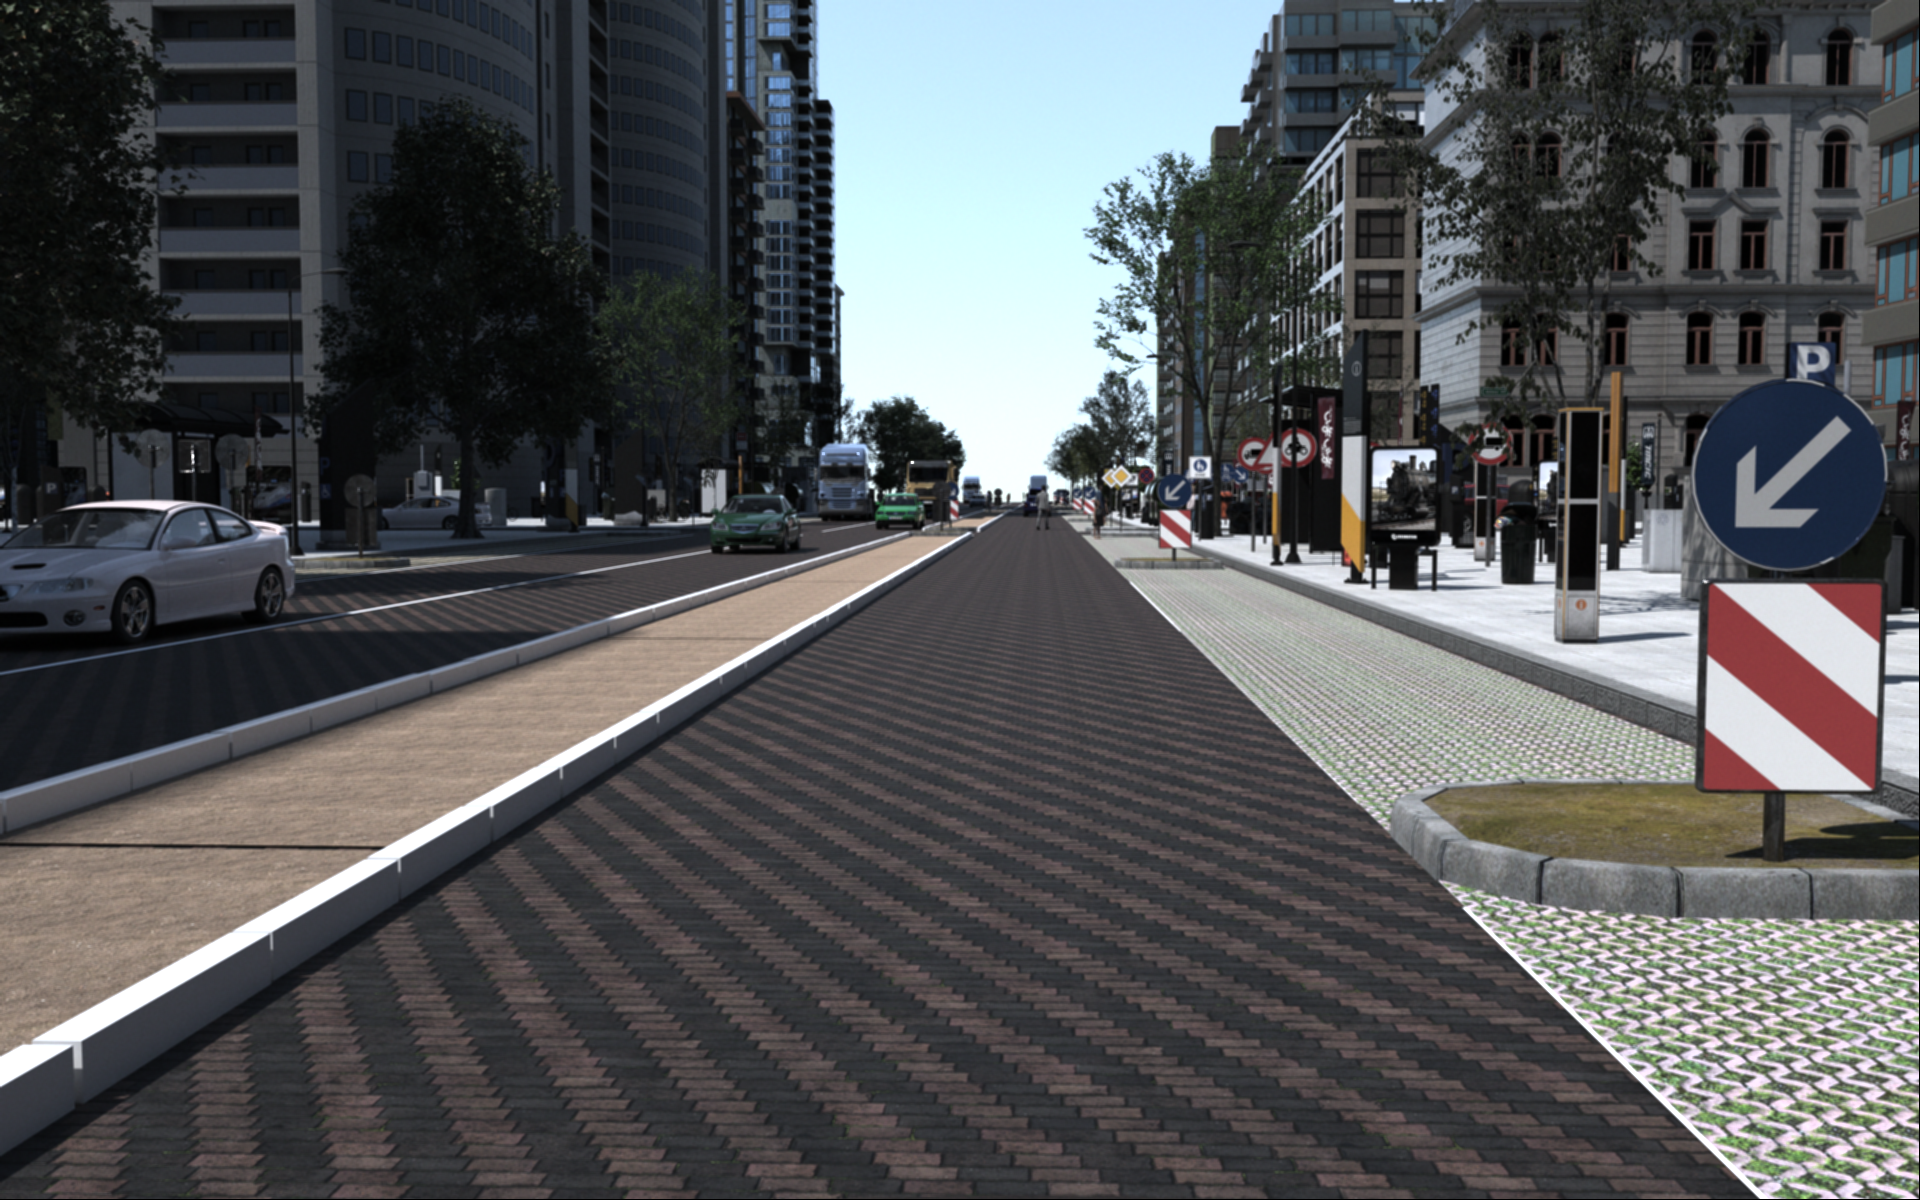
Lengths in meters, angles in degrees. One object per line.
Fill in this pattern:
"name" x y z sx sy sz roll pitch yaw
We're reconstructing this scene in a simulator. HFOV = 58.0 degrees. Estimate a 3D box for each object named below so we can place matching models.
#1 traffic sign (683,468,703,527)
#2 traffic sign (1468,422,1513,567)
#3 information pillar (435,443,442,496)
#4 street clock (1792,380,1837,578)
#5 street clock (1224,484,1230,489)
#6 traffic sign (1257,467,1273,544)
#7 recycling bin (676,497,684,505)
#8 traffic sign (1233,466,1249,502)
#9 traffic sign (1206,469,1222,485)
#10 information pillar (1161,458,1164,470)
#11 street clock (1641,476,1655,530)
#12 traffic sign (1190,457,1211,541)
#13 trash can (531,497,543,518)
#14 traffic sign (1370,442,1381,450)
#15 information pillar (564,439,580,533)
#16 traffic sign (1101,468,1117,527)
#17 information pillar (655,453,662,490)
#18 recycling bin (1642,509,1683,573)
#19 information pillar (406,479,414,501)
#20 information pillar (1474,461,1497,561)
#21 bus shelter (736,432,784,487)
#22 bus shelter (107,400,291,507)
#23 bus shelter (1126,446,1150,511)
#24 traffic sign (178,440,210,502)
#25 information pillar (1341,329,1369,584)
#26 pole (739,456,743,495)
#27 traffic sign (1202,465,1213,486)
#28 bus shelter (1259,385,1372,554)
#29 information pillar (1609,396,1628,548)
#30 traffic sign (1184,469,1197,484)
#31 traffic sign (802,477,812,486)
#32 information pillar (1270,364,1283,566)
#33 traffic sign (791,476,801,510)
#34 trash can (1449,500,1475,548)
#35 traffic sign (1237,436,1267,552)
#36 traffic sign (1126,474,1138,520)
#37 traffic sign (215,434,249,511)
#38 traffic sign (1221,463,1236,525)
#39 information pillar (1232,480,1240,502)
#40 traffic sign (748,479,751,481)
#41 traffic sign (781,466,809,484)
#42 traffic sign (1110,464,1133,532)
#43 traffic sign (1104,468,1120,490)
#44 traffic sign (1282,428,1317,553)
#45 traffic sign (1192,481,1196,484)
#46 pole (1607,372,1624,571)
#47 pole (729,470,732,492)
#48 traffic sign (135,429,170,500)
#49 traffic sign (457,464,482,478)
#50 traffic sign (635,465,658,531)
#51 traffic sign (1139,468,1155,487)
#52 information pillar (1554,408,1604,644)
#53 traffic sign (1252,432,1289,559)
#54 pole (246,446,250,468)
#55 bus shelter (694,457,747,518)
"traffic sign" -10.367 -3.893 67.296 0.795 2.450 0.064 0 4 3
"traffic sign" 9.308 -1.857 30.468 0.768 2.556 0.104 1 4 12
"information pillar" -24.124 -5.433 80.178 0.504 3.616 0.183 3 5 41
"street clock" 5.440 -0.405 11.188 0.471 2.002 0.358 0 4 6
"street clock" 18.335 -6.984 118.761 0.471 2.002 0.358 2 4 32
"traffic sign" 7.880 -2.727 44.692 0.768 2.556 0.104 0 4 4
"recycling bin" -21.265 -7.242 130.964 0.722 1.027 0.722 -3 5 -42
"traffic sign" 12.904 -4.869 79.719 0.768 2.556 0.104 0 4 4
"traffic sign" 10.163 -4.265 69.832 0.768 2.556 0.104 0 4 4
"information pillar" 13.332 -7.505 114.065 0.183 3.616 0.504 -1 4 -10
"street clock" 22.674 -3.220 57.210 0.471 2.002 0.358 0 4 -7
"traffic sign" 6.569 -2.770 47.416 0.606 2.300 0.079 0 4 4
"trash can" -22.727 -4.983 93.117 0.748 1.137 0.748 0 3 0
"traffic sign" 9.949 -2.568 42.096 0.768 2.556 0.104 0 4 7
"information pillar" -12.862 -4.036 57.350 0.183 3.616 0.504 3 4 36
"traffic sign" 5.810 -3.847 66.540 0.795 2.450 0.064 0 4 3
"information pillar" -17.388 -6.644 99.992 0.183 3.616 0.504 2 4 30
"recycling bin" 11.608 -0.966 28.342 0.722 1.027 0.722 1 4 10
"information pillar" -25.990 -4.735 81.917 0.304 2.012 0.304 -2 4 -33
"information pillar" 10.044 -1.749 33.093 0.304 2.012 0.304 3 5 41
"bus shelter" -13.299 -8.393 114.851 2.179 5.291 8.768 0 4 3
"bus shelter" -17.683 -2.829 40.185 2.014 3.302 5.546 0 4 3
"bus shelter" 13.243 -9.475 132.556 2.179 5.291 8.768 0 4 3
"traffic sign" -14.482 -1.874 32.774 0.606 2.300 0.079 0 4 4
"information pillar" 5.658 -2.047 24.824 0.183 3.616 0.504 -1 4 -23
"pole" -11.659 -6.014 92.167 0.158 3.312 0.155 0 3 0
"traffic sign" 8.273 -3.604 59.034 0.768 2.556 0.104 0 4 8
"bus shelter" 8.183 -2.994 40.242 1.731 3.624 6.357 0 4 3
"information pillar" 15.754 -3.065 41.471 0.183 3.616 0.504 -1 4 -22
"traffic sign" 11.408 -5.258 86.077 0.768 2.556 0.104 0 4 5
"traffic sign" -11.193 -7.740 126.656 0.768 2.556 0.104 0 4 8
"information pillar" 5.688 -2.428 31.047 0.183 3.616 0.504 1 4 19
"traffic sign" -11.528 -7.433 121.630 0.768 2.556 0.104 1 4 9
"trash can" 11.971 -1.796 41.019 0.748 1.137 0.748 0 3 0
"traffic sign" 6.521 -2.344 38.437 0.768 2.556 0.104 0 4 6
"traffic sign" 8.488 -5.099 85.501 0.606 2.300 0.079 0 4 5
"traffic sign" -15.415 -2.237 36.677 0.768 2.556 0.104 0 4 6
"traffic sign" 11.033 -4.388 71.852 0.768 2.556 0.104 0 4 6
"information pillar" 14.239 -5.186 89.282 0.304 2.012 0.304 3 4 37
"traffic sign" -14.539 -7.261 120.844 0.606 2.300 0.079 1 4 12
"traffic sign" -12.191 -8.157 127.243 2.265 3.308 0.079 1 4 9
"traffic sign" 5.446 -3.359 58.563 0.795 2.450 0.064 0 4 3
"traffic sign" 12.532 -8.775 137.337 2.265 3.308 0.079 0 4 4
"traffic sign" 6.442 -2.026 33.226 0.768 2.556 0.104 1 4 11
"traffic sign" 12.206 -5.622 92.020 0.768 2.556 0.104 0 4 4
"pole" 10.984 -2.152 29.033 0.158 3.312 0.155 0 3 0
"pole" -17.461 -8.450 131.995 0.158 3.312 0.155 0 3 0
"traffic sign" -15.805 -2.065 33.876 0.768 2.556 0.104 0 4 8
"traffic sign" -16.475 -3.557 58.162 0.884 2.594 0.081 0 4 5
"traffic sign" -10.731 -3.405 59.319 0.795 2.450 0.064 0 4 3
"traffic sign" 9.061 -5.139 84.127 0.768 2.556 0.104 1 4 11
"information pillar" 5.324 -0.637 14.911 0.304 2.012 0.304 0 4 5
"traffic sign" 6.197 -2.087 34.119 0.884 2.594 0.081 1 4 10
"pole" -29.969 -4.839 72.964 0.158 3.312 0.155 0 3 0
"bus shelter" -13.307 -6.279 96.592 2.014 3.302 5.546 0 4 3
